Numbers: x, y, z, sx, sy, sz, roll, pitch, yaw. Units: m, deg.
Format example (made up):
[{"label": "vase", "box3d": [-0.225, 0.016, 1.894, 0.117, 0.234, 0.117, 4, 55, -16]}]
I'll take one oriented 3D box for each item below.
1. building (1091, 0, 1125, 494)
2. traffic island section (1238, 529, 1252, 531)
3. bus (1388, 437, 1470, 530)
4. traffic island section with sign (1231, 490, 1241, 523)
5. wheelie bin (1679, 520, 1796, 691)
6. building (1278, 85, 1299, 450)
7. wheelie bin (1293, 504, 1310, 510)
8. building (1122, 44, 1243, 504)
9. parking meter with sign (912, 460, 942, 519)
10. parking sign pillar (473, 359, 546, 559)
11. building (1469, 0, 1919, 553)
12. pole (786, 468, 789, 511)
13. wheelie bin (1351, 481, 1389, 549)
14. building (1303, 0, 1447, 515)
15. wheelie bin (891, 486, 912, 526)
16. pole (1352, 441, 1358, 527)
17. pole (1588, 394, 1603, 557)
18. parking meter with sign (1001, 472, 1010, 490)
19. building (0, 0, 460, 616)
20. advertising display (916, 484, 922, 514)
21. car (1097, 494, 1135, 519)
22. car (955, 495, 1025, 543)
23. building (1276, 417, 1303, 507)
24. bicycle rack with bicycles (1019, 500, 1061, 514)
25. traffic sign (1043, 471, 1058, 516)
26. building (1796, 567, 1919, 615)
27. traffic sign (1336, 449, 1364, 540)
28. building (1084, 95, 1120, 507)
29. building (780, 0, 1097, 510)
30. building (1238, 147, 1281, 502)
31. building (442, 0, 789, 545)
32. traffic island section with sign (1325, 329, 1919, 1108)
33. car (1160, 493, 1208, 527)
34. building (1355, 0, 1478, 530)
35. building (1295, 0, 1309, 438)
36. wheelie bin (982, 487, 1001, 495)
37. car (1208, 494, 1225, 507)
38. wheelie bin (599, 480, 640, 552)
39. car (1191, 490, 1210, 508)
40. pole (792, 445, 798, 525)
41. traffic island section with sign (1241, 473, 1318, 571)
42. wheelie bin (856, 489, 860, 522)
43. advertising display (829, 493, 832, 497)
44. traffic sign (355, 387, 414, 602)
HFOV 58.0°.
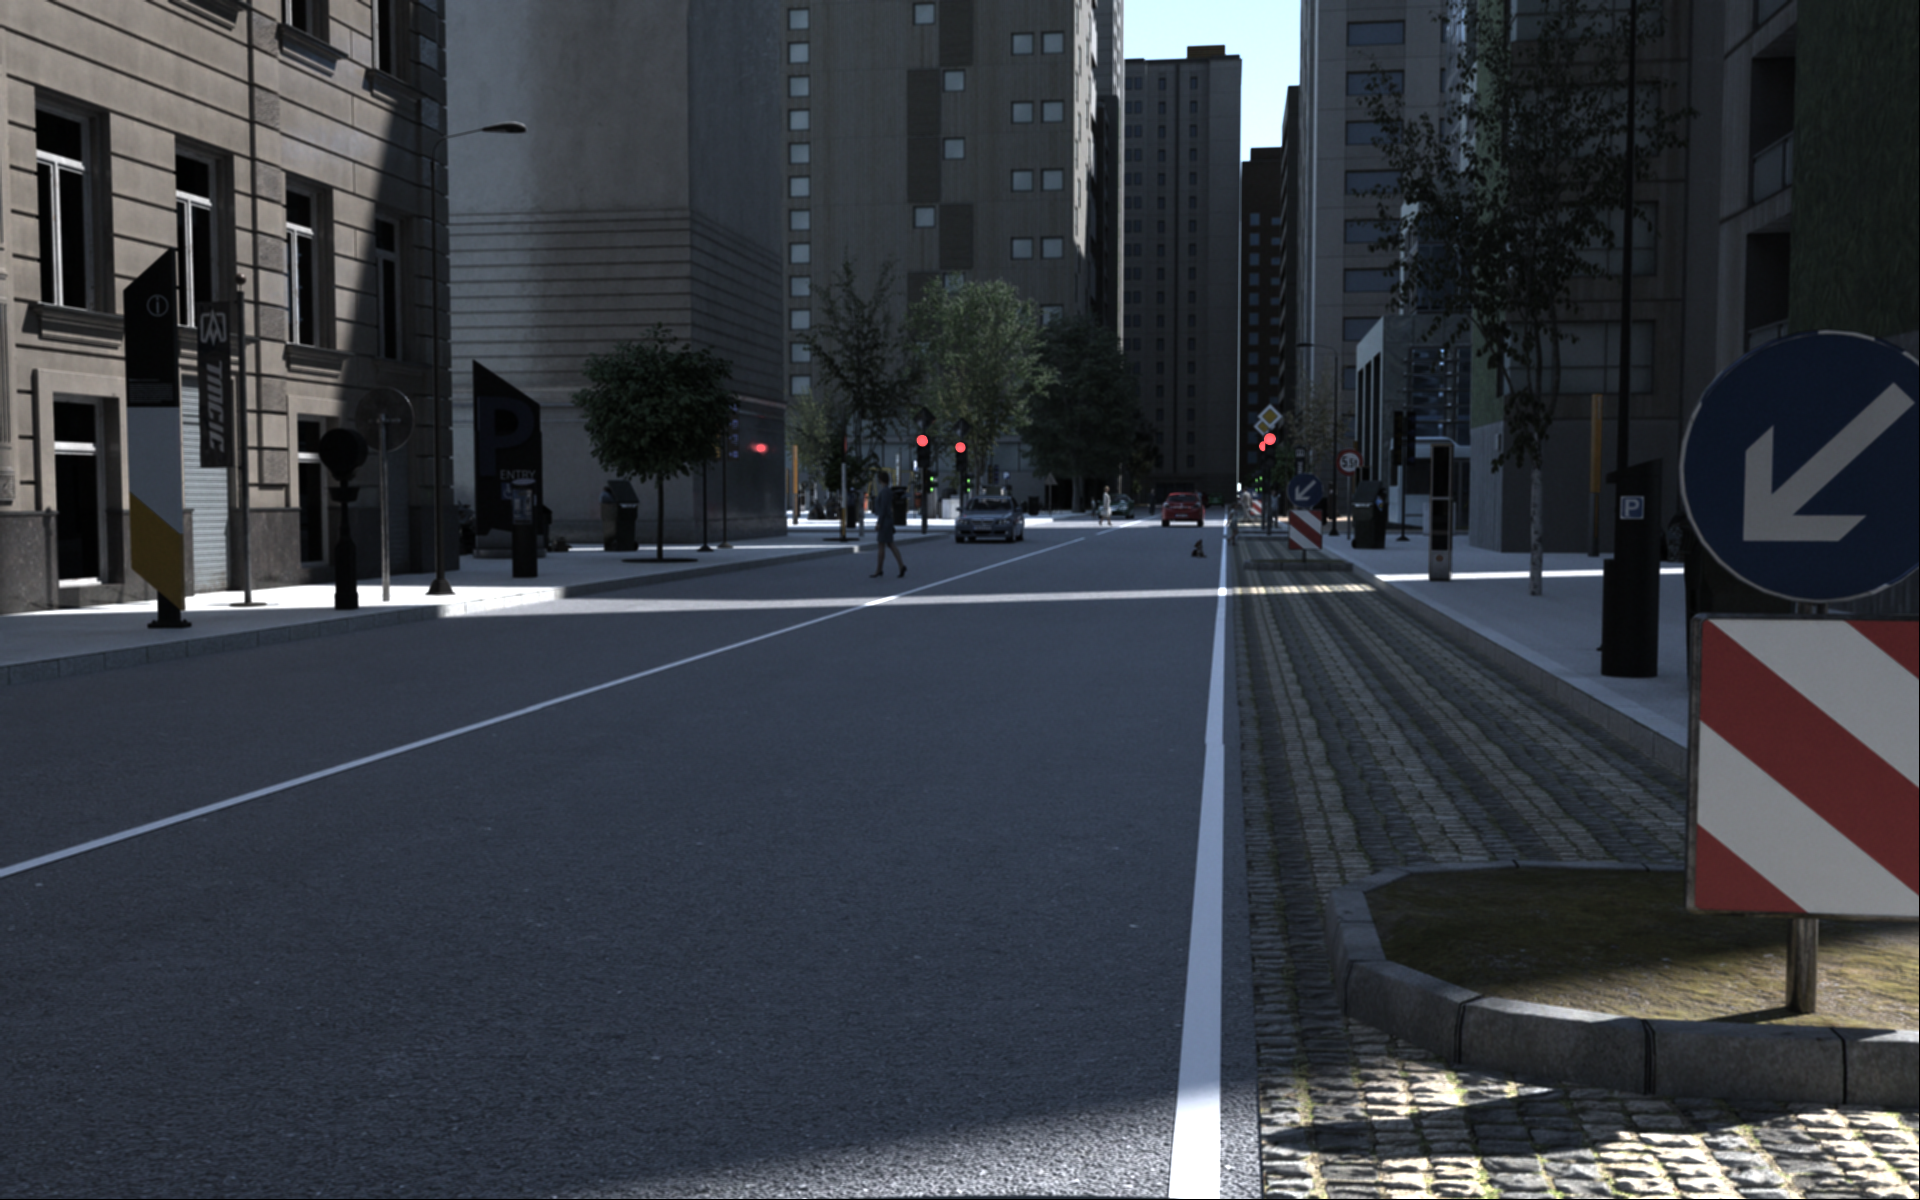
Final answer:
[{"label": "building", "box3d": [8.248, -46.685, 201.559, 20.611, 71.187, 20.563, 1, 4, 9]}, {"label": "traffic island section", "box3d": [10.855, -2.420, 61.853, 2.009, 0.180, 2.903, 1, 4, 9]}, {"label": "bus", "box3d": [20.696, -3.718, 55.650, 13.247, 3.499, 2.948, 0, 4, 7]}, {"label": "traffic island section with sign", "box3d": [14.632, -4.748, 86.261, 1.989, 1.847, 2.006, 1, 4, 9]}, {"label": "wheelie bin", "box3d": [4.935, -0.187, 10.971, 0.693, 1.594, 0.980, 1, 4, 12]}, {"label": "building", "box3d": [47.256, -34.982, 195.657, 21.300, 48.544, 21.600, 1, 4, 9]}, {"label": "wheelie bin", "box3d": [14.589, -4.033, 73.851, 0.693, 1.594, 0.980, -1, 4, -10]}, {"label": "building", "box3d": [23.282, -42.232, 232.499, 28.212, 58.520, 21.231, 1, 4, 9]}, {"label": "parking meter with sign", "box3d": [-1.565, -5.693, 89.347, 1.738, 3.016, 0.543, 1, 4, 19]}, {"label": "parking sign pillar", "box3d": [-9.091, -2.837, 34.853, 1.447, 3.967, 1.447, -1, 4, -20]}, {"label": "building", "box3d": [19.809, -21.940, 42.309, 14.154, 41.232, 14.086, 1, 4, 9]}, {"label": "pole", "box3d": [-13.434, -8.622, 134.820, 0.158, 3.312, 0.155, 0, 3, 0]}, {"label": "wheelie bin", "box3d": [9.619, -2.005, 40.685, 0.693, 1.594, 0.980, -3, 5, -40]}, {"label": "building", "box3d": [34.548, -35.286, 118.932, 21.231, 58.520, 28.212, 1, 4, 9]}, {"label": "wheelie bin", "box3d": [-2.452, -3.833, 70.577, 0.980, 1.594, 0.693, 0, 4, -5]}, {"label": "pole", "box3d": [15.242, -4.464, 66.832, 0.158, 3.312, 0.155, 0, 3, 0]}, {"label": "pole", "box3d": [12.977, -2.540, 35.372, 0.158, 3.312, 0.155, 0, 3, 0]}, {"label": "parking meter with sign", "box3d": [3.502, -8.601, 136.879, 0.543, 3.016, 1.738, 1, 4, 13]}, {"label": "building", "box3d": [-15.861, -13.458, 17.304, 12.463, 27.353, 25.104, 1, 4, 9]}, {"label": "advertising display", "box3d": [-2.517, -6.688, 114.558, 0.123, 1.923, 0.974, 3, 5, 45]}, {"label": "car", "box3d": [9.133, -5.452, 100.936, 2.131, 1.459, 4.920, 1, 4, 10]}, {"label": "car", "box3d": [0.938, -2.468, 52.361, 2.014, 1.417, 4.499, 0, 4, 8]}, {"label": "building", "box3d": [42.603, -45.020, 174.332, 20.563, 71.187, 20.611, 1, 4, 9]}, {"label": "bicycle rack with bicycles", "box3d": [5.127, -6.008, 111.610, 2.925, 0.926, 2.852, -1, 4, -22]}, {"label": "traffic sign", "box3d": [5.192, -6.093, 99.617, 0.884, 2.594, 0.081, 1, 4, 13]}, {"label": "building", "box3d": [17.166, -20.600, 20.412, 14.154, 41.232, 14.086, 1, 4, 9]}, {"label": "traffic sign", "box3d": [10.915, -2.963, 48.554, 0.768, 2.556, 0.104, 1, 4, 18]}, {"label": "building", "box3d": [8.465, -29.959, 173.431, 14.154, 41.232, 14.086, 1, 4, 9]}, {"label": "building", "box3d": [-2.157, -34.504, 153.386, 28.713, 52.752, 27.495, 1, 4, 9]}, {"label": "building", "box3d": [43.658, -35.217, 225.905, 14.200, 45.320, 14.600, 1, 4, 9]}, {"label": "building", "box3d": [-14.837, -12.244, 49.348, 18.267, 20.994, 9.793, 1, 4, 9]}, {"label": "traffic island section with sign", "box3d": [2.098, 0.223, 4.984, 1.989, 1.847, 2.006, 1, 4, 9]}, {"label": "car", "box3d": [9.947, -4.163, 77.103, 2.155, 1.783, 4.494, 1, 4, 9]}, {"label": "building", "box3d": [32.234, -46.242, 68.725, 31.000, 86.520, 22.319, 1, 4, 9]}, {"label": "building", "box3d": [43.420, -34.306, 150.145, 28.713, 52.752, 27.495, 1, 4, 9]}, {"label": "wheelie bin", "box3d": [1.404, -4.102, 74.974, 0.980, 1.594, 0.693, -1, 4, -9]}, {"label": "car", "box3d": [28.151, -11.106, 190.374, 1.959, 1.807, 4.718, 1, 4, 9]}, {"label": "wheelie bin", "box3d": [-7.669, -1.891, 38.825, 0.693, 1.594, 0.980, 3, 4, 36]}, {"label": "car", "box3d": [24.195, -10.224, 175.830, 2.281, 1.827, 5.304, 1, 4, 9]}, {"label": "pole", "box3d": [-6.882, -4.797, 72.269, 0.158, 3.312, 0.155, 0, 3, 0]}, {"label": "traffic island section with sign", "box3d": [6.413, -1.485, 32.910, 1.989, 1.847, 2.006, 1, 4, 9]}, {"label": "wheelie bin", "box3d": [-4.728, -4.306, 78.318, 0.693, 1.594, 0.980, 2, 4, 33]}, {"label": "advertising display", "box3d": [-9.232, -7.216, 123.190, 0.123, 1.923, 0.974, -1, 4, -8]}, {"label": "traffic sign", "box3d": [-6.861, -1.256, 20.634, 0.768, 2.556, 0.104, 1, 4, 12]}]
